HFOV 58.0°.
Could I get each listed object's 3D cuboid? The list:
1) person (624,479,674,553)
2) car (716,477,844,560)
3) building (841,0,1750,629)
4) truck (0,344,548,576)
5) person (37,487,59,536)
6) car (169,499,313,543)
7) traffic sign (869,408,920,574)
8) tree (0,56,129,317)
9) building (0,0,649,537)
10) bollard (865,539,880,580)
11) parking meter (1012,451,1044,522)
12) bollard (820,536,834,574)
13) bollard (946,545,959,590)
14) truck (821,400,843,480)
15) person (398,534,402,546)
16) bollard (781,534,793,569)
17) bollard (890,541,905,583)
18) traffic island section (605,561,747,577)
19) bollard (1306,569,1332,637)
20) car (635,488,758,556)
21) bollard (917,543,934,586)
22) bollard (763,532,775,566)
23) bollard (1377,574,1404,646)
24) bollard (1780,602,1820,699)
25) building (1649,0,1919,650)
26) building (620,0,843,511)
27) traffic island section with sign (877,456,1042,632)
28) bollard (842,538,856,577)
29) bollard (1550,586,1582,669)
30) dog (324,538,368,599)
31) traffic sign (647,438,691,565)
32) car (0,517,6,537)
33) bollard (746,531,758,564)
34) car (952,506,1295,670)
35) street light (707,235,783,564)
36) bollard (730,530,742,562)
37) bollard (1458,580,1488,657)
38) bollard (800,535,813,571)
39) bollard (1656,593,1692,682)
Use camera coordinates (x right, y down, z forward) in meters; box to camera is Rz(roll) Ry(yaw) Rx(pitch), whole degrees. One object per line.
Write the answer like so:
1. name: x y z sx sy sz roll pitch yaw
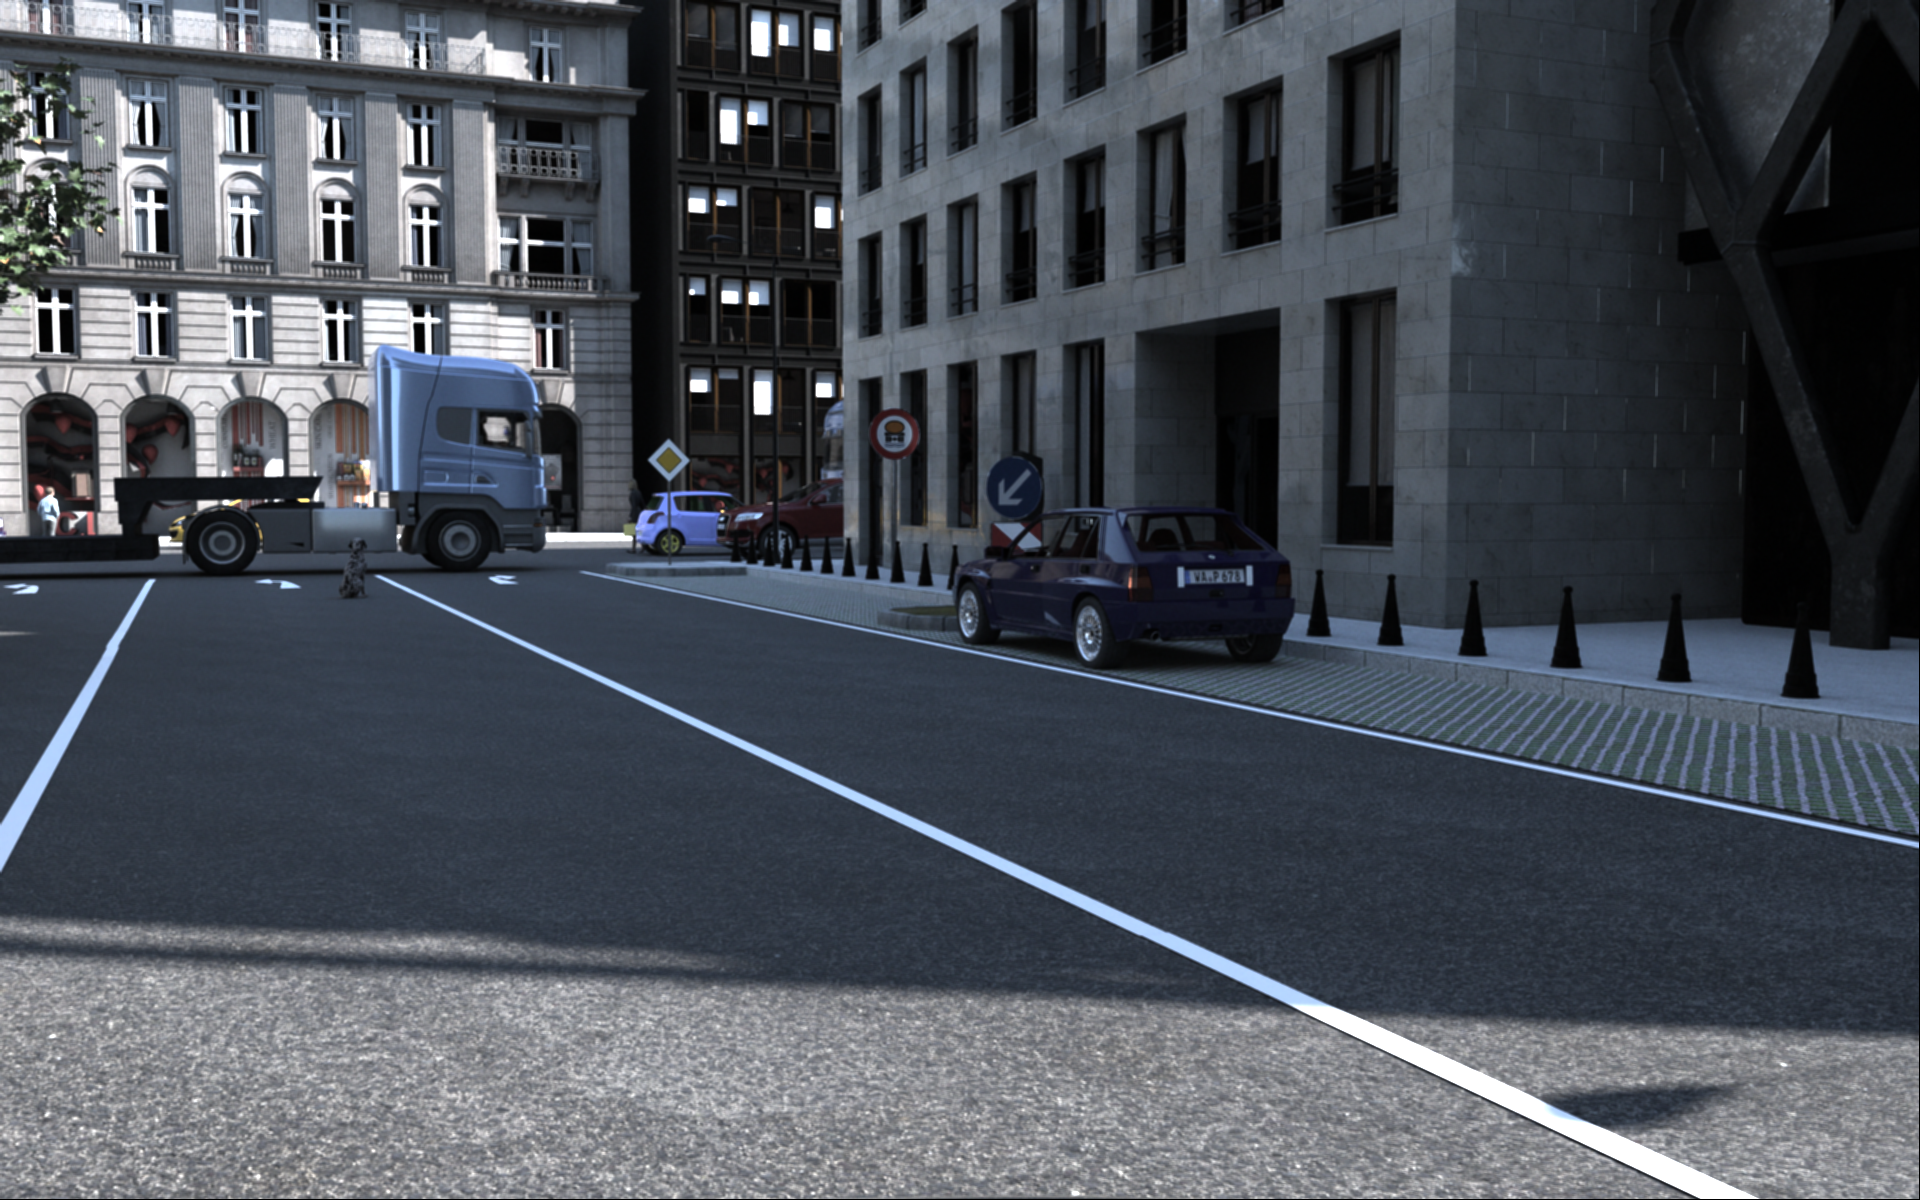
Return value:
1. person: -7.616 -2.051 42.250 0.699 1.804 1.509 3 5 44
2. car: -2.691 -1.783 37.825 5.304 1.827 2.281 -2 4 -24
3. building: 5.992 -10.447 25.565 10.420 20.320 16.860 -2 4 -24
4. truck: -16.093 -2.453 29.857 18.799 4.110 2.967 -1 4 -22
5. person: -22.557 -1.995 42.924 0.589 1.601 0.330 1 4 19
6. car: -18.885 -2.193 46.082 3.980 1.641 2.015 -1 4 -22
7. traffic sign: -0.979 -1.565 25.688 0.768 2.556 0.104 -1 4 -15
8. tree: -11.710 -5.718 12.957 9.611 12.733 9.660 0 3 0
9. building: -23.649 -13.162 56.994 24.055 21.916 13.314 -2 4 -24
10. bollard: -1.318 -0.614 26.076 0.229 0.601 0.229 0 3 0
11. parking meter: 0.932 -1.104 23.756 0.399 1.863 0.255 -3 4 -37
12. bollard: -2.149 -0.730 27.975 0.229 0.601 0.229 0 3 0
13. bollard: -0.067 -0.439 23.226 0.229 0.601 0.229 0 3 0
14. truck: 4.675 -3.511 47.159 18.799 4.110 2.967 -2 4 -25
15. person: -15.117 -2.365 47.651 0.515 1.767 0.782 -3 5 -40
16. bollard: -2.981 -0.846 29.867 0.229 0.601 0.229 0 3 0
17. bollard: -0.906 -0.556 25.130 0.229 0.601 0.229 0 3 0
18. traffic island section: -5.215 -0.548 31.240 2.009 0.180 2.903 -2 4 -24
19. bollard: 3.247 0.024 15.655 0.229 0.601 0.229 0 3 0
20. car: -5.800 -1.925 41.061 3.694 1.707 1.945 -1 4 -23
21. bollard: -0.483 -0.498 24.181 0.229 0.601 0.229 0 3 0
22. bollard: -3.397 -0.904 30.825 0.229 0.601 0.229 0 3 0
23. bollard: 3.662 0.081 14.716 0.229 0.601 0.229 0 3 0
24. bollard: 5.318 0.312 10.942 0.229 0.601 0.229 0 3 0
25. building: 15.781 -8.775 10.926 16.820 18.784 16.811 -2 4 -24
26. building: -4.454 -14.339 64.116 15.834 23.373 12.332 -2 4 -24
27. traffic island section with sign: 0.172 -0.629 18.920 1.989 1.847 2.006 -2 4 -24
28. bollard: -1.738 -0.672 27.026 0.229 0.601 0.229 0 3 0
29. bollard: 4.494 0.197 12.823 0.229 0.601 0.229 0 3 0
30. dog: -8.496 -0.433 23.923 0.513 0.831 0.800 3 5 42
31. traffic sign: -5.233 -1.683 31.154 0.795 2.450 0.064 -2 4 -24
32. car: -23.426 -1.580 38.410 3.894 1.354 1.945 -1 4 -22
33. bollard: -3.813 -0.962 31.764 0.229 0.601 0.229 0 3 0
34. car: 1.317 -0.185 15.607 1.945 1.354 3.894 -1 4 -23
35. street light: -3.883 -3.603 31.453 1.470 5.913 1.316 -2 4 -24
36. bollard: -4.229 -1.019 32.710 0.229 0.601 0.229 0 3 0
37. bollard: 4.081 0.139 13.766 0.229 0.601 0.229 0 3 0
38. bollard: -2.565 -0.788 28.917 0.229 0.601 0.229 0 3 0
39. bollard: 4.907 0.254 11.883 0.229 0.601 0.229 0 3 0
